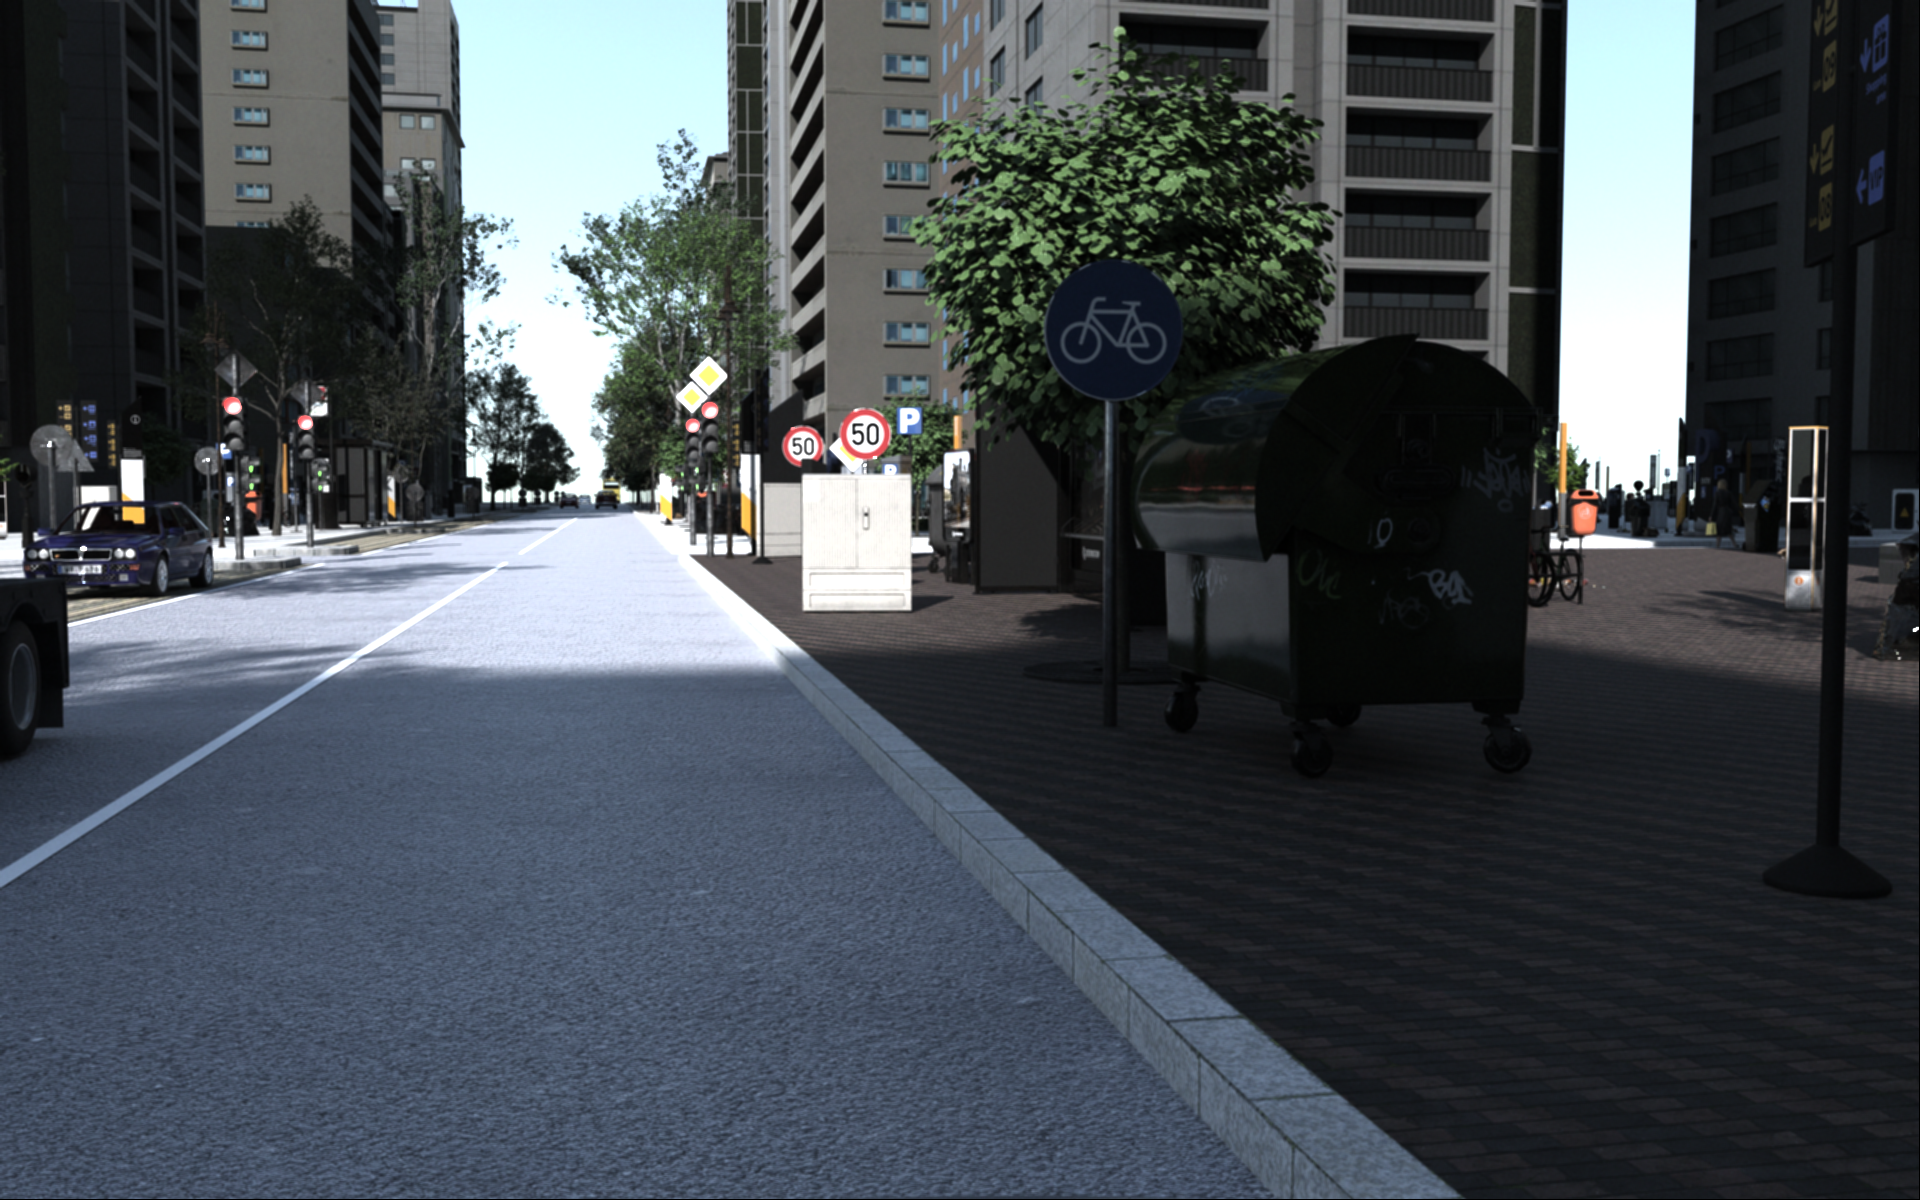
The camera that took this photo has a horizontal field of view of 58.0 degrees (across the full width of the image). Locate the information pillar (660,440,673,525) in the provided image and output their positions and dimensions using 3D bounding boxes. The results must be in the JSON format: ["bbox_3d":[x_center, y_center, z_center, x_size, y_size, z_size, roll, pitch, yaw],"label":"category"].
[{"bbox_3d":[-12.074,-4.884,71.205,0.504,3.616,0.183,0,4,5],"label":"information pillar"}]

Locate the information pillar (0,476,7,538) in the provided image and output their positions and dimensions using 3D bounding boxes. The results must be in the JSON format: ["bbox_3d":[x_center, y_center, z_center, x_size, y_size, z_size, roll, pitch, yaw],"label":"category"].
[{"bbox_3d":[-28.299,-2.848,51.061,0.304,2.012,0.304,-2,4,-34],"label":"information pillar"}]

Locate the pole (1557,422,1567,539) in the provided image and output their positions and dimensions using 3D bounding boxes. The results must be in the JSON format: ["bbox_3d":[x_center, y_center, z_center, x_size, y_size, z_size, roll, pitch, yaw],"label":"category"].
[{"bbox_3d":[17.182,-3.398,49.396,0.158,3.312,0.155,0,3,0],"label":"pole"}]

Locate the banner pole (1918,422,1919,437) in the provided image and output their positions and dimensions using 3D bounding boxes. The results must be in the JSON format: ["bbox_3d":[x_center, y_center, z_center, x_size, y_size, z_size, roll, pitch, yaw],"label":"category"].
[{"bbox_3d":[29.798,-3.873,53.347,0.863,3.779,0.401,-1,4,-13],"label":"banner pole"}]

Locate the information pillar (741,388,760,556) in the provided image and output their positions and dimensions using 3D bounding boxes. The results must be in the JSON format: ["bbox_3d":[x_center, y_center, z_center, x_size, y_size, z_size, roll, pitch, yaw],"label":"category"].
[{"bbox_3d":[-4.337,-2.740,36.156,0.504,3.616,0.183,-3,5,-40],"label":"information pillar"}]

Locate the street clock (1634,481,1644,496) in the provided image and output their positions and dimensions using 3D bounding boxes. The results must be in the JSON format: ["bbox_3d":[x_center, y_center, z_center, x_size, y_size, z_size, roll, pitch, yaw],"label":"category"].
[{"bbox_3d":[36.363,-5.399,92.848,0.471,2.002,0.358,3,4,37],"label":"street clock"}]

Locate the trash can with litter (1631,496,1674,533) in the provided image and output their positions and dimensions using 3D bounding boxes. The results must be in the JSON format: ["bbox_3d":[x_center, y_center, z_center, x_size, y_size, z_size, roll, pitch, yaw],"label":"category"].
[{"bbox_3d":[22.800,-2.845,57.577,2.233,1.210,1.678,1,4,18],"label":"trash can with litter"}]

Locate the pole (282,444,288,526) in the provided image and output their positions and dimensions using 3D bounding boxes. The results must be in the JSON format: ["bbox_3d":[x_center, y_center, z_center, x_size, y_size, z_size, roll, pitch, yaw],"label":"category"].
[{"bbox_3d":[-27.324,-4.663,70.088,0.158,3.312,0.155,0,3,0],"label":"pole"}]

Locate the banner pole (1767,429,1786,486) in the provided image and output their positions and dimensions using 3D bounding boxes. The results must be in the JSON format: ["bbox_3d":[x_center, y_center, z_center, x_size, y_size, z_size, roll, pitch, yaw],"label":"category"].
[{"bbox_3d":[31.307,-4.682,66.568,0.401,3.779,0.863,-3,5,-45],"label":"banner pole"}]

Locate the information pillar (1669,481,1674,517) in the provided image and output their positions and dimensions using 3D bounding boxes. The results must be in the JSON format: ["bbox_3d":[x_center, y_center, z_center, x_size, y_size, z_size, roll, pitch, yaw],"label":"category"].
[{"bbox_3d":[39.117,-5.534,94.966,0.304,2.012,0.304,-1,4,-21],"label":"information pillar"}]

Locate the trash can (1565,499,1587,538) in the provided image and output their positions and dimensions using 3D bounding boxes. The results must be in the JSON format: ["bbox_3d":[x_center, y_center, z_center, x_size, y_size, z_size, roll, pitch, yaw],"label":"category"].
[{"bbox_3d":[18.135,-2.403,50.944,0.748,1.137,0.748,0,3,0],"label":"trash can"}]

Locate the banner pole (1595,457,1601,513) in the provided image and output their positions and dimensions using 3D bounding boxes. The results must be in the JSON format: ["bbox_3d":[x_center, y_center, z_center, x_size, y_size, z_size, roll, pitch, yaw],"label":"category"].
[{"bbox_3d":[42.809,-7.720,116.237,0.401,3.779,0.863,0,4,-4],"label":"banner pole"}]

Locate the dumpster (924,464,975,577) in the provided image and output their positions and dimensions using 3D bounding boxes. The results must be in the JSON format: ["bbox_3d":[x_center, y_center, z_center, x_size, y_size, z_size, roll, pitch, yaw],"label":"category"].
[{"bbox_3d":[0.202,-1.330,27.500,1.264,1.857,1.865,-1,4,-11],"label":"dumpster"}]

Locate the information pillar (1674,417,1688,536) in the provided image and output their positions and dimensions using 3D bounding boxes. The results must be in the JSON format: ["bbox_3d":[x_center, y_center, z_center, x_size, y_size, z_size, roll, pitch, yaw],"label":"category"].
[{"bbox_3d":[21.953,-3.751,52.683,0.183,3.616,0.504,0,4,1],"label":"information pillar"}]

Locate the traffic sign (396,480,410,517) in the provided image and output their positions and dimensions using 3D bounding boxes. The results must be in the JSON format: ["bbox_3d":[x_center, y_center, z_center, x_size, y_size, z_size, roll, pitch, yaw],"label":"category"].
[{"bbox_3d":[-28.230,-5.355,87.556,0.884,2.594,0.081,-1,4,-9],"label":"traffic sign"}]

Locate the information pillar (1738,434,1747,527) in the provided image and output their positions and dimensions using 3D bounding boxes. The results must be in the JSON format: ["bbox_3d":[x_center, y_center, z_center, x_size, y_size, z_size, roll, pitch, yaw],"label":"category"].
[{"bbox_3d":[30.596,-4.669,67.688,0.183,3.616,0.504,3,5,40],"label":"information pillar"}]

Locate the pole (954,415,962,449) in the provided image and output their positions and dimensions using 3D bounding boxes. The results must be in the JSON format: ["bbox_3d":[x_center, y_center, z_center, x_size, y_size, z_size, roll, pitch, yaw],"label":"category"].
[{"bbox_3d":[-0.055,-3.131,45.033,0.158,3.312,0.155,0,3,0],"label":"pole"}]

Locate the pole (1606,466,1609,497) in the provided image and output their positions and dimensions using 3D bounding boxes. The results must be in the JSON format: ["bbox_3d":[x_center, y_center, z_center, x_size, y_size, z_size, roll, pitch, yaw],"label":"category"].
[{"bbox_3d":[46.781,-8.029,125.111,0.158,3.312,0.155,0,3,0],"label":"pole"}]

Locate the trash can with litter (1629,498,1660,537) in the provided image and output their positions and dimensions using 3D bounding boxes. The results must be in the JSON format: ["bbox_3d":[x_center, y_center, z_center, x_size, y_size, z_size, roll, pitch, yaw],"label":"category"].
[{"bbox_3d":[20.482,-2.465,51.692,0.624,1.170,1.055,-1,4,-16],"label":"trash can with litter"}]

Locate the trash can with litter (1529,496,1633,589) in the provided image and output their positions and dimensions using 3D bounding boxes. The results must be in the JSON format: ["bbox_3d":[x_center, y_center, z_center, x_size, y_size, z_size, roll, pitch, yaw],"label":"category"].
[{"bbox_3d":[8.414,-0.825,24.539,1.678,1.210,2.233,2,4,30],"label":"trash can with litter"}]

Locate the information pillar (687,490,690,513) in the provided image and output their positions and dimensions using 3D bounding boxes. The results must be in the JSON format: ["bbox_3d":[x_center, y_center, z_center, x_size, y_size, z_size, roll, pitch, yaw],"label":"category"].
[{"bbox_3d":[-18.442,-6.938,117.925,0.304,2.012,0.304,-2,4,-27],"label":"information pillar"}]

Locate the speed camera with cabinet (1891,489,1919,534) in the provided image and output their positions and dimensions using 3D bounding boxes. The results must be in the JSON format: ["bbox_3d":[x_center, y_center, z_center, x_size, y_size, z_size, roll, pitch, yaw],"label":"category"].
[{"bbox_3d":[31.373,-3.782,56.171,0.660,3.252,2.038,-2,4,-29],"label":"speed camera with cabinet"}]

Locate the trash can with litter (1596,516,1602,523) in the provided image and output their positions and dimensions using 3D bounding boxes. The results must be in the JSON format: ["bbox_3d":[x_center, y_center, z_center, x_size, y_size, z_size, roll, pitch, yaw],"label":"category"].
[{"bbox_3d":[28.037,-4.027,77.234,1.055,1.170,0.624,-1,4,-12],"label":"trash can with litter"}]

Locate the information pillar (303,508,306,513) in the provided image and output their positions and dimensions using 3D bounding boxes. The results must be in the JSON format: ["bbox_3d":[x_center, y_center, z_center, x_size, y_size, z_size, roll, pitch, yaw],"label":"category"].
[{"bbox_3d":[-42.481,-6.599,112.384,0.304,2.012,0.304,-1,4,-17],"label":"information pillar"}]

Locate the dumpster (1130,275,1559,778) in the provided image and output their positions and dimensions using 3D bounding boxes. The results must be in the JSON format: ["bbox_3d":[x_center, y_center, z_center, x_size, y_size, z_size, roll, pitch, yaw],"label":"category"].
[{"bbox_3d":[1.838,-0.374,8.603,1.502,2.255,1.985,-1,4,-11],"label":"dumpster"}]

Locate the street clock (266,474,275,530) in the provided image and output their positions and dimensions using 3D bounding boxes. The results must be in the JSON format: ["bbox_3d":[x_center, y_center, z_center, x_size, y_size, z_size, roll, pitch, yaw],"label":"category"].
[{"bbox_3d":[-24.688,-3.518,62.093,0.358,2.002,0.471,-1,4,-17],"label":"street clock"}]

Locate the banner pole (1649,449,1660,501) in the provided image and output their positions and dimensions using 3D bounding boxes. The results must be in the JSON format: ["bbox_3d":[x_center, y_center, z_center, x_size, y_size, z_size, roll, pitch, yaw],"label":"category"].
[{"bbox_3d":[38.879,-6.535,96.866,0.863,3.779,0.401,-1,4,-20],"label":"banner pole"}]

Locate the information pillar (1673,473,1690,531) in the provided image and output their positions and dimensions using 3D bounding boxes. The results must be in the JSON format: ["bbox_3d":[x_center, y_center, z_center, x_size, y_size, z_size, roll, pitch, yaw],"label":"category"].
[{"bbox_3d":[25.180,-3.415,60.330,0.304,2.012,0.304,-2,4,-27],"label":"information pillar"}]

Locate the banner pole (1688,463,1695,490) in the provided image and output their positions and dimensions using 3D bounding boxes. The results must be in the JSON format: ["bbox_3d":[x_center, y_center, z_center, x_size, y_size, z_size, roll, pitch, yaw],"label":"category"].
[{"bbox_3d":[50.943,-8.017,121.087,0.401,3.779,0.863,-3,5,-41],"label":"banner pole"}]

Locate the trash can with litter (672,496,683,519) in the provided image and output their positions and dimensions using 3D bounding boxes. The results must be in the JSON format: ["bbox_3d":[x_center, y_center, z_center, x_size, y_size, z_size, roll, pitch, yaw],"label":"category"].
[{"bbox_3d":[-14.653,-4.785,89.622,0.624,1.170,1.055,-3,5,-39],"label":"trash can with litter"}]

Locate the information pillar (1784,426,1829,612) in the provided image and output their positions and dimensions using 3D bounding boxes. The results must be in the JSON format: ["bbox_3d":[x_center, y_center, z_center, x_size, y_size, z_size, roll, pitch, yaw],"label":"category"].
[{"bbox_3d":[9.245,-0.883,18.926,0.304,2.012,0.304,-3,5,-43],"label":"information pillar"}]

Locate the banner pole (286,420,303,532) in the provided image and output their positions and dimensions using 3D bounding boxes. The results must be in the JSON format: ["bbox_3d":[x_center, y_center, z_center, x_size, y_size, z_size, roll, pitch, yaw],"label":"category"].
[{"bbox_3d":[-22.612,-4.203,58.730,0.401,3.779,0.863,-3,4,-37],"label":"banner pole"}]

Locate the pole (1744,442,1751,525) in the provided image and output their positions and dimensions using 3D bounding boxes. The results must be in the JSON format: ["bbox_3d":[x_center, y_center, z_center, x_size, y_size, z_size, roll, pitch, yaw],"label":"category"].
[{"bbox_3d":[31.006,-4.546,68.168,0.158,3.312,0.155,0,3,0],"label":"pole"}]

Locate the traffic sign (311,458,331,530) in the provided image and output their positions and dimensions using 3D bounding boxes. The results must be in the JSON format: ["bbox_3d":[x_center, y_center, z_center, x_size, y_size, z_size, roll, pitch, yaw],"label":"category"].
[{"bbox_3d":[-22.541,-3.724,60.989,0.768,2.556,0.104,0,4,-2],"label":"traffic sign"}]

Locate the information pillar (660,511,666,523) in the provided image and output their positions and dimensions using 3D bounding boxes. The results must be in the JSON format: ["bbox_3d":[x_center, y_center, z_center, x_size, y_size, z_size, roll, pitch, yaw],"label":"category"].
[{"bbox_3d":[-12.968,-4.380,76.100,0.304,2.012,0.304,1,4,16],"label":"information pillar"}]

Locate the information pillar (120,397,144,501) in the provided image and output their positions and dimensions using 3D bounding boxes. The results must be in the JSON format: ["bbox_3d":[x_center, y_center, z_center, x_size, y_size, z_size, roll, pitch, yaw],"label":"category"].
[{"bbox_3d":[-19.834,-3.069,41.539,0.183,3.616,0.504,3,5,45],"label":"information pillar"}]

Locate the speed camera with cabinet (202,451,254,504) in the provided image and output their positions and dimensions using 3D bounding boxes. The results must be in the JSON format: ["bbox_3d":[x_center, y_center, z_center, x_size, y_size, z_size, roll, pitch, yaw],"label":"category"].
[{"bbox_3d":[-30.642,-4.782,72.526,0.660,3.252,2.038,2,4,33],"label":"speed camera with cabinet"}]

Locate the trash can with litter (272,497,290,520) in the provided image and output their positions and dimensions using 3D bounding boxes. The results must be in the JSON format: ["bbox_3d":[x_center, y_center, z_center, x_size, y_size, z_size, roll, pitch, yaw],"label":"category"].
[{"bbox_3d":[-36.302,-4.934,92.066,0.624,1.170,1.055,0,4,2],"label":"trash can with litter"}]

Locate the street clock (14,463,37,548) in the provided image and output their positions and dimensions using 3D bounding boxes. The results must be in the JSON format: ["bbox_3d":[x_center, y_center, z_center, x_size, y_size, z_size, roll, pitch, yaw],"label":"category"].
[{"bbox_3d":[-22.144,-2.234,41.103,0.471,2.002,0.358,1,4,17],"label":"street clock"}]

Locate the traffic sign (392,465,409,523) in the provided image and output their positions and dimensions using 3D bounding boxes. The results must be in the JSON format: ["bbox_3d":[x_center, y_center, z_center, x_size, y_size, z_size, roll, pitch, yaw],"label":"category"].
[{"bbox_3d":[-24.887,-4.710,77.119,0.768,2.556,0.104,0,4,-2],"label":"traffic sign"}]

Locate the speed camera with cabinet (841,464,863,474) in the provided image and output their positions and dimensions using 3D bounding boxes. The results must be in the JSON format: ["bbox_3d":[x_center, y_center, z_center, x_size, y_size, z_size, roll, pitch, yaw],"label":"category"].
[{"bbox_3d":[-2.719,-3.706,54.934,2.038,3.252,0.660,-1,4,-23],"label":"speed camera with cabinet"}]

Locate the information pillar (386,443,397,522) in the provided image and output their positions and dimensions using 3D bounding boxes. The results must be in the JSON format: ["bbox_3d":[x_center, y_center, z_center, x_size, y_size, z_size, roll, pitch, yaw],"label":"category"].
[{"bbox_3d":[-26.214,-5.400,79.647,0.183,3.616,0.504,3,4,37],"label":"information pillar"}]

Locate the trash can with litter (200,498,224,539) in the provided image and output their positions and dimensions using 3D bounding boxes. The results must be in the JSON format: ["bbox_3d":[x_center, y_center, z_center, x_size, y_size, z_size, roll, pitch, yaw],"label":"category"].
[{"bbox_3d":[-21.755,-2.380,50.299,0.624,1.170,1.055,-1,4,-18],"label":"trash can with litter"}]

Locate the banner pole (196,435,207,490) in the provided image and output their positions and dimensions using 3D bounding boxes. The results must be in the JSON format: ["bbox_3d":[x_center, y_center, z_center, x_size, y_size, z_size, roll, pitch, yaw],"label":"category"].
[{"bbox_3d":[-32.300,-5.127,73.846,0.863,3.779,0.401,2,4,35],"label":"banner pole"}]

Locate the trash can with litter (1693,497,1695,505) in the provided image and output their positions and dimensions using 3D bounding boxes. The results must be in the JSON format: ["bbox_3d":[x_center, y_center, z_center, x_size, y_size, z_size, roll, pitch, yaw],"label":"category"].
[{"bbox_3d":[42.447,-5.415,99.929,0.624,1.170,1.055,0,4,7],"label":"trash can with litter"}]

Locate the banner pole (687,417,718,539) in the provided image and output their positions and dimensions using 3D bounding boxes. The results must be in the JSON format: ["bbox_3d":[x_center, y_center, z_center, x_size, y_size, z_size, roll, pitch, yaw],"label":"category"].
[{"bbox_3d":[-7.409,-3.660,49.862,0.863,3.779,0.401,-1,4,-21],"label":"banner pole"}]

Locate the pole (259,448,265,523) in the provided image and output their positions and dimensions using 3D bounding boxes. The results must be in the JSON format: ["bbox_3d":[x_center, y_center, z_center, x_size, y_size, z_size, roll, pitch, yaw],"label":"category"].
[{"bbox_3d":[-30.909,-5.068,76.700,0.158,3.312,0.155,0,3,0],"label":"pole"}]

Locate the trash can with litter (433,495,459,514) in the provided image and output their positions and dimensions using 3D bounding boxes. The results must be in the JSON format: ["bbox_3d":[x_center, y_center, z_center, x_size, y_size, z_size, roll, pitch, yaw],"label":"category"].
[{"bbox_3d":[-33.335,-6.115,111.038,2.233,1.210,1.678,-1,4,-14],"label":"trash can with litter"}]

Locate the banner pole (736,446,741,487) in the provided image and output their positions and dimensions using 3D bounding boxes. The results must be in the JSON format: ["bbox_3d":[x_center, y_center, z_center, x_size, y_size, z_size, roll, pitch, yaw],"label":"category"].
[{"bbox_3d":[-9.861,-5.470,79.455,0.863,3.779,0.401,0,4,-3],"label":"banner pole"}]

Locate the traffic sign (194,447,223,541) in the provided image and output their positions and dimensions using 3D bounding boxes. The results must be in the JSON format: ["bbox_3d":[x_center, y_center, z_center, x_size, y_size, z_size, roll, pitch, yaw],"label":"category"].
[{"bbox_3d":[-20.242,-2.849,46.682,0.768,2.556,0.104,0,4,-3],"label":"traffic sign"}]
